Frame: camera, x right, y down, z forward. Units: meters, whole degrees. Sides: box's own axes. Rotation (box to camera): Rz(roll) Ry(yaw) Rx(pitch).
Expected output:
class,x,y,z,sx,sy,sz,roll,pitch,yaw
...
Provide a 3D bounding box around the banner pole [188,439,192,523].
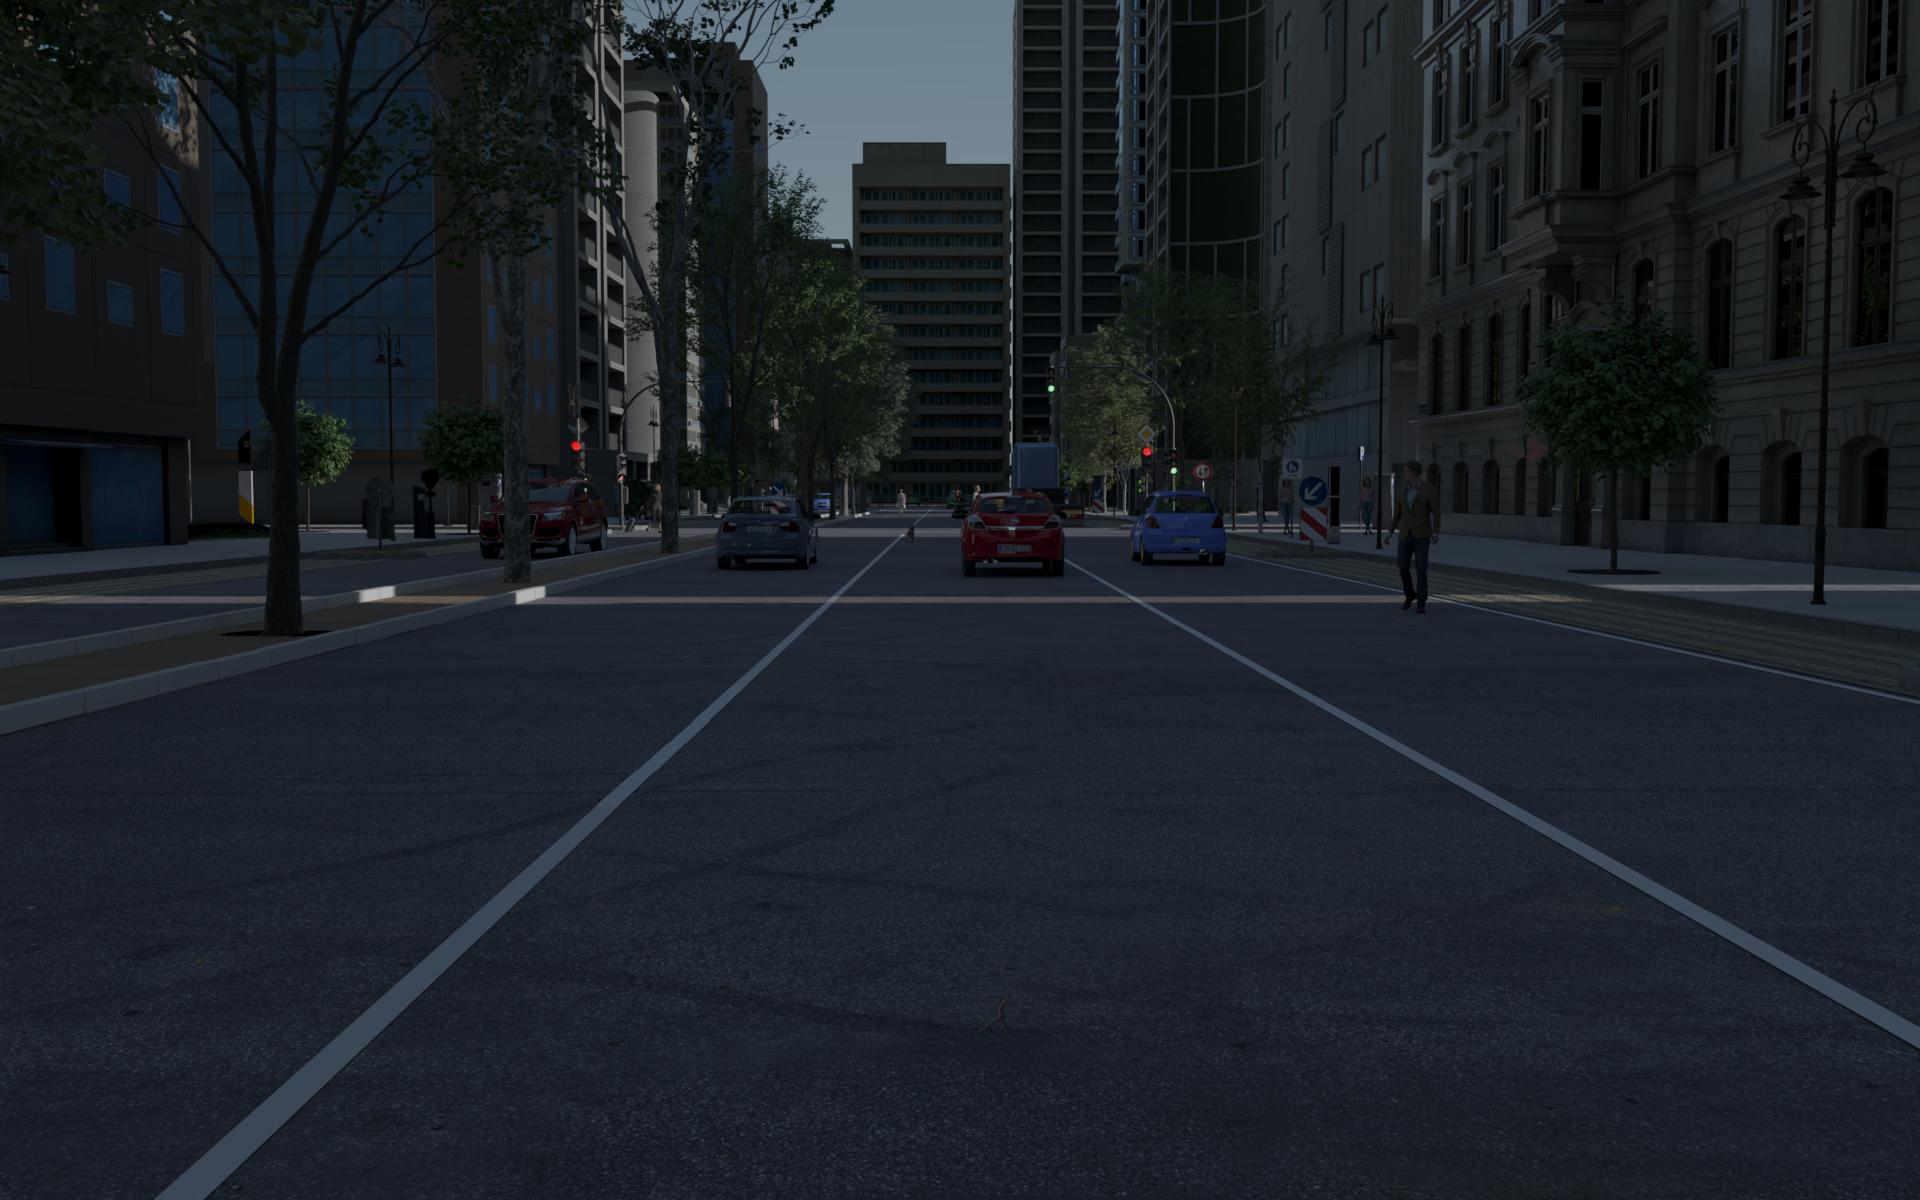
class,x,y,z,sx,sy,sz,roll,pitch,yaw
banner pole,-30.544,-4.811,68.673,0.401,3.779,0.863,-1,4,-23

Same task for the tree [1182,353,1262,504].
class,x,y,z,sx,sy,sz,roll,pitch,yaw
tree,13.395,-8.566,90.416,4.360,8.622,3.978,0,3,0

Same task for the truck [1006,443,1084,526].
class,x,y,z,sx,sy,sz,roll,pitch,yaw
truck,4.087,-5.838,85.214,2.967,4.110,18.799,0,4,-1

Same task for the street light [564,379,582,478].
class,x,y,z,sx,sy,sz,roll,pitch,yaw
street light,-15.537,-5.933,69.785,0.468,5.910,1.993,0,4,0

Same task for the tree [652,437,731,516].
class,x,y,z,sx,sy,sz,roll,pitch,yaw
tree,-16.244,-7.145,100.535,4.285,4.588,4.351,0,3,0

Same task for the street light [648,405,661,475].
class,x,y,z,sx,sy,sz,roll,pitch,yaw
street light,-15.854,-7.156,89.788,0.468,5.910,1.993,0,4,0

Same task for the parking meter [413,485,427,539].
class,x,y,z,sx,sy,sz,roll,pitch,yaw
parking meter,-15.611,-2.548,50.066,0.372,1.533,0.369,0,3,0

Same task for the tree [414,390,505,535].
class,x,y,z,sx,sy,sz,roll,pitch,yaw
tree,-15.599,-4.343,54.715,4.285,4.588,4.351,0,3,0

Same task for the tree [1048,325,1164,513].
class,x,y,z,sx,sy,sz,roll,pitch,yaw
tree,9.770,-12.094,115.863,7.486,12.596,7.792,0,3,0

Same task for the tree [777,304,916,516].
class,x,y,z,sx,sy,sz,roll,pitch,yaw
tree,-7.565,-12.399,111.842,9.857,13.997,8.962,0,3,0

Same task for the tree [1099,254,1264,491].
class,x,y,z,sx,sy,sz,roll,pitch,yaw
tree,9.647,-9.174,75.744,9.928,11.665,9.643,0,3,0

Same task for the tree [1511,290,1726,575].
class,x,y,z,sx,sy,sz,roll,pitch,yaw
tree,10.668,-2.718,28.161,4.285,4.588,4.351,0,3,0

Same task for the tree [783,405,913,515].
class,x,y,z,sx,sy,sz,roll,pitch,yaw
tree,-7.401,-11.247,120.759,8.767,10.594,7.601,0,4,0

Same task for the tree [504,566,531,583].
class,x,y,z,sx,sy,sz,roll,pitch,yaw
tree,-8.337,-10.382,28.095,12.611,20.169,13.585,0,3,0

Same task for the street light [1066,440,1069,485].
class,x,y,z,sx,sy,sz,roll,pitch,yaw
street light,8.942,-10.477,144.078,0.468,5.910,1.993,0,4,0

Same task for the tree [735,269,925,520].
class,x,y,z,sx,sy,sz,roll,pitch,yaw
tree,-6.965,-11.087,94.095,12.009,13.543,11.850,0,3,0

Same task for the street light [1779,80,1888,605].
class,x,y,z,sx,sy,sz,roll,pitch,yaw
street light,9.972,-2.884,19.943,0.468,5.910,1.993,0,4,0

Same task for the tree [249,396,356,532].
class,x,y,z,sx,sy,sz,roll,pitch,yaw
tree,-22.166,-4.574,58.496,4.285,4.588,4.351,0,3,0

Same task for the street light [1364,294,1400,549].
class,x,y,z,sx,sy,sz,roll,pitch,yaw
street light,9.764,-4.122,40.184,0.468,5.910,1.993,0,4,0

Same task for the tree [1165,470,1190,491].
class,x,y,z,sx,sy,sz,roll,pitch,yaw
tree,15.303,-7.809,122.280,1.663,3.219,1.824,0,3,0

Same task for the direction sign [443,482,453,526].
class,x,y,z,sx,sy,sz,roll,pitch,yaw
direction sign,-20.371,-4.697,68.800,0.876,3.537,0.379,2,4,26

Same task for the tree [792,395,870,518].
class,x,y,z,sx,sy,sz,roll,pitch,yaw
tree,-7.395,-9.167,102.699,4.737,8.622,4.395,0,3,0

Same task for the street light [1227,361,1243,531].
class,x,y,z,sx,sy,sz,roll,pitch,yaw
street light,9.596,-5.363,60.474,0.468,5.910,1.993,0,4,0

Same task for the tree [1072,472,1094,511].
class,x,y,z,sx,sy,sz,roll,pitch,yaw
tree,9.569,-8.492,133.439,1.663,3.219,1.824,0,3,0

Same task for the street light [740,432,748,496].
class,x,y,z,sx,sy,sz,roll,pitch,yaw
street light,-16.131,-9.603,129.798,0.468,5.910,1.993,0,4,0

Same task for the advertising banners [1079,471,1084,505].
class,x,y,z,sx,sy,sz,roll,pitch,yaw
advertising banners,9.082,-8.158,129.564,0.090,3.025,2.074,1,4,12

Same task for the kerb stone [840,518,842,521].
class,x,y,z,sx,sy,sz,roll,pitch,yaw
kerb stone,-6.307,-4.095,89.150,0.120,0.150,1.000,0,4,0

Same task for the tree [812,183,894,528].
class,x,y,z,sx,sy,sz,roll,pitch,yaw
tree,-6.930,-7.655,53.377,9.928,11.665,9.643,0,3,0

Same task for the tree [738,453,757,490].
class,x,y,z,sx,sy,sz,roll,pitch,yaw
tree,-16.032,-7.913,113.099,4.285,4.588,4.351,0,3,0

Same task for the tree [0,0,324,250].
class,x,y,z,sx,sy,sz,roll,pitch,yaw
tree,-6.694,-5.359,8.200,7.486,12.596,7.792,0,3,0

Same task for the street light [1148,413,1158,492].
class,x,y,z,sx,sy,sz,roll,pitch,yaw
street light,9.384,-6.776,83.580,0.468,5.910,1.993,0,4,0

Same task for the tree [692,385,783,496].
class,x,y,z,sx,sy,sz,roll,pitch,yaw
tree,-17.544,-12.520,139.114,7.601,10.594,8.767,1,4,13

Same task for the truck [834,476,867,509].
class,x,y,z,sx,sy,sz,roll,pitch,yaw
truck,-10.710,-11.232,173.408,2.967,4.110,18.799,0,4,-1

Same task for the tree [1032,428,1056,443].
class,x,y,z,sx,sy,sz,roll,pitch,yaw
tree,8.681,-14.651,189.913,4.360,8.622,3.978,0,3,0

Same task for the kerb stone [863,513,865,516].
class,x,y,z,sx,sy,sz,roll,pitch,yaw
kerb stone,-6.487,-5.601,113.771,0.120,0.150,1.000,0,4,0

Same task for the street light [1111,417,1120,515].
class,x,y,z,sx,sy,sz,roll,pitch,yaw
street light,9.231,-8.000,103.589,0.468,5.910,1.993,0,4,0

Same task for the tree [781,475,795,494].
class,x,y,z,sx,sy,sz,roll,pitch,yaw
tree,-17.472,-10.839,171.811,1.663,3.219,1.824,0,3,0

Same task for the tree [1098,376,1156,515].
class,x,y,z,sx,sy,sz,roll,pitch,yaw
tree,10.387,-9.687,108.746,4.737,8.622,4.395,0,3,0

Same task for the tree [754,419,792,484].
class,x,y,z,sx,sy,sz,roll,pitch,yaw
tree,-17.702,-13.211,166.358,4.737,8.622,4.395,0,3,0

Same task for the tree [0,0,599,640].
class,x,y,z,sx,sy,sz,roll,pitch,yaw
tree,-6.724,-5.432,17.019,9.928,11.665,9.643,0,3,0

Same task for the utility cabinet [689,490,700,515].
class,x,y,z,sx,sy,sz,roll,pitch,yaw
utility cabinet,-16.064,-5.878,104.776,0.318,1.500,1.173,1,4,9

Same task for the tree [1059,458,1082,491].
class,x,y,z,sx,sy,sz,roll,pitch,yaw
tree,9.303,-10.484,155.126,4.285,4.588,4.351,0,3,0

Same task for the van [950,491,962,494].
class,x,y,z,sx,sy,sz,roll,pitch,yaw
van,-0.464,-12.462,210.769,2.013,2.044,4.112,0,3,0

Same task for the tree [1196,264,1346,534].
class,x,y,z,sx,sy,sz,roll,pitch,yaw
tree,10.003,-6.463,56.040,4.737,8.622,4.395,0,3,0

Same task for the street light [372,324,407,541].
class,x,y,z,sx,sy,sz,roll,pitch,yaw
street light,-15.544,-4.558,47.315,0.468,5.910,1.993,0,4,0

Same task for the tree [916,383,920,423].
class,x,y,z,sx,sy,sz,roll,pitch,yaw
tree,-7.402,-13.477,129.468,9.857,13.997,8.962,0,3,0

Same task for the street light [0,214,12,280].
class,x,y,z,sx,sy,sz,roll,pitch,yaw
street light,-15.338,-3.312,26.937,0.468,5.910,1.993,0,4,0

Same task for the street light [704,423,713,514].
class,x,y,z,sx,sy,sz,roll,pitch,yaw
street light,-15.939,-8.380,109.793,0.468,5.910,1.993,0,4,0

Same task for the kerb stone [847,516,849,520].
class,x,y,z,sx,sy,sz,roll,pitch,yaw
kerb stone,-6.352,-4.472,95.315,0.120,0.150,1.000,0,4,0

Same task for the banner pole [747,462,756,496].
class,x,y,z,sx,sy,sz,roll,pitch,yaw
banner pole,-16.147,-8.791,133.746,0.863,3.779,0.401,1,4,12

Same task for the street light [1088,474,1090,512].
class,x,y,z,sx,sy,sz,roll,pitch,yaw
street light,9.245,-9.226,123.632,0.468,5.910,1.993,0,4,0
